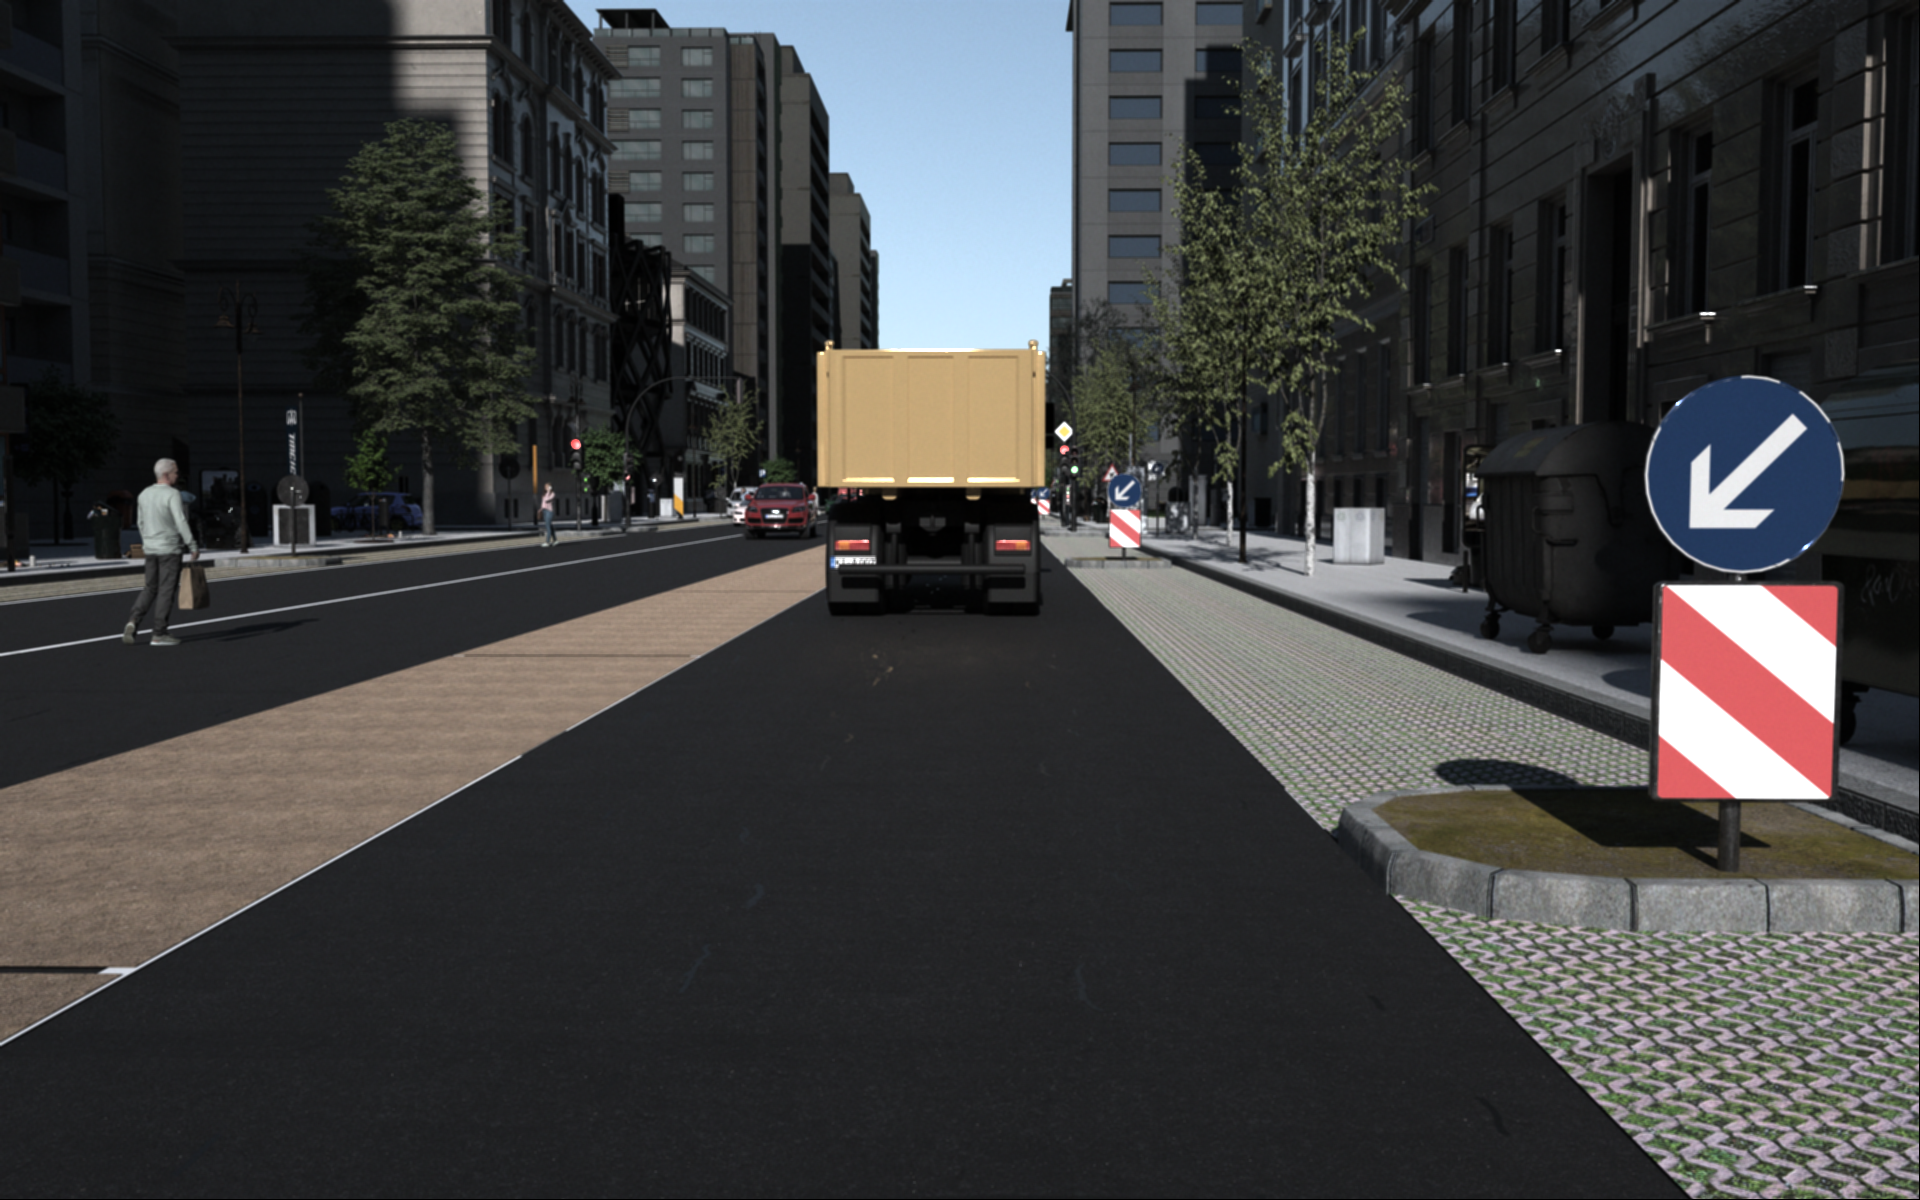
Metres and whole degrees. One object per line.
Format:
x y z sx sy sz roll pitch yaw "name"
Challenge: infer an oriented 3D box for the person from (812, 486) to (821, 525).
-6.673 -4.300 79.165 0.624 1.780 0.694 -2 4 -29 "person"

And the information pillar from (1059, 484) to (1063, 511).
7.575 -7.624 129.141 0.304 2.012 0.304 2 4 34 "information pillar"

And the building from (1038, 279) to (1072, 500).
29.081 -36.522 289.007 32.217 40.220 23.993 0 4 1 "building"

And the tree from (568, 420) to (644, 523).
-15.732 -5.694 76.815 4.285 4.588 4.351 0 3 0 "tree"

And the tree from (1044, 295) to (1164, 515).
8.010 -11.985 106.323 12.009 13.543 11.850 0 3 0 "tree"

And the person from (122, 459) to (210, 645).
-7.505 -0.452 16.379 0.782 1.767 0.515 2 4 24 "person"

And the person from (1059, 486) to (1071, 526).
4.259 -3.731 69.924 0.576 1.772 0.534 -1 4 -18 "person"

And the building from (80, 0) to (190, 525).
-44.173 -17.771 76.464 20.117 28.700 13.634 0 4 1 "building"

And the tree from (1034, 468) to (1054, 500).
8.260 -11.956 179.195 4.285 4.588 4.351 0 3 0 "tree"

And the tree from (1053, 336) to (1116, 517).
6.666 -7.810 78.053 4.737 8.622 4.395 0 3 0 "tree"

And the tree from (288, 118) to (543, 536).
-16.855 -8.258 53.154 7.486 12.596 7.792 0 3 0 "tree"

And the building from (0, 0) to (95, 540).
-39.895 -30.810 45.741 28.212 58.520 21.231 0 4 1 "building"

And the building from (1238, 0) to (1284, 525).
23.775 -27.743 77.305 21.600 48.544 21.300 0 4 1 "building"

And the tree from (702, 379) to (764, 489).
-14.479 -9.816 110.848 4.737 8.622 4.395 0 3 0 "tree"

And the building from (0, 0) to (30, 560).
-32.694 -10.689 19.798 27.650 21.520 28.899 0 4 1 "building"

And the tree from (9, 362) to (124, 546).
-22.693 -3.638 43.193 4.285 4.588 4.351 0 3 0 "tree"

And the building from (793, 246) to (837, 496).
-30.459 -33.620 241.565 32.217 40.220 23.993 0 4 1 "building"

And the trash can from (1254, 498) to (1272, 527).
11.653 -3.365 66.669 0.748 1.137 0.748 0 3 0 "trash can"

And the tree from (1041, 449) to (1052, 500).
7.560 -8.773 93.794 4.737 8.622 4.395 0 3 0 "tree"

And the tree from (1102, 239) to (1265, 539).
6.456 -6.033 49.004 4.360 8.622 3.978 0 3 0 "tree"

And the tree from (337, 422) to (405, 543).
-15.466 -3.139 45.923 1.663 3.219 1.824 0 3 0 "tree"

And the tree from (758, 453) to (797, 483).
-14.639 -9.523 139.412 4.285 4.588 4.351 0 3 0 "tree"

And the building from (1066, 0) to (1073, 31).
25.157 -35.450 168.841 28.713 52.752 27.495 0 4 1 "building"

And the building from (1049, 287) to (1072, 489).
19.408 -28.703 241.002 14.160 30.474 14.107 0 4 1 "building"

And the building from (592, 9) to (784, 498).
-23.118 -28.482 149.276 14.154 41.232 14.086 0 4 1 "building"

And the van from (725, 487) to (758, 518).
-12.136 -5.548 97.713 2.013 2.044 4.112 0 4 1 "van"

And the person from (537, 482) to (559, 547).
-11.255 -2.350 47.519 0.643 1.750 0.593 -3 5 -41 "person"

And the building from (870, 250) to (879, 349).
-20.693 -36.624 282.388 14.154 41.232 14.086 0 4 1 "building"

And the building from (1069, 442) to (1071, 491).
24.467 -54.126 197.629 22.319 86.520 31.000 0 4 1 "building"

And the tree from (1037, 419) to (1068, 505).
9.316 -17.187 206.761 9.928 11.665 9.643 0 3 0 "tree"

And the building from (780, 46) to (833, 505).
-26.083 -34.765 192.107 21.300 48.544 21.600 0 4 1 "building"

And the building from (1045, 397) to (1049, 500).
26.968 -25.539 262.594 27.650 21.520 28.899 0 4 1 "building"

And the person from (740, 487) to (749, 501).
-11.594 -5.213 93.991 0.793 1.790 0.793 0 4 -4 "person"

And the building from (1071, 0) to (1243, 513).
18.738 -35.768 126.813 21.231 58.520 28.212 0 4 1 "building"

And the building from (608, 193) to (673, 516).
-25.742 -14.353 102.128 16.820 18.784 16.811 0 4 1 "building"

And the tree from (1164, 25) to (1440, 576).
5.257 -4.686 26.977 4.737 8.622 4.395 0 3 0 "tree"

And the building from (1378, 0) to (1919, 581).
14.210 -13.762 22.275 12.463 27.353 25.104 0 4 1 "building"

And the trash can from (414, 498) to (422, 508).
-21.594 -3.467 68.334 0.748 1.137 0.748 0 3 0 "trash can"

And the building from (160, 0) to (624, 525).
-25.047 -17.983 81.413 14.401 28.519 23.554 0 4 1 "building"

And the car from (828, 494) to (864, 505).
-4.966 -4.149 79.631 2.131 1.459 4.920 0 4 1 "car"

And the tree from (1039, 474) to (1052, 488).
8.365 -10.575 167.502 1.663 3.219 1.824 0 3 0 "tree"

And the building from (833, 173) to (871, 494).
-24.998 -39.164 264.026 21.300 48.544 21.600 0 4 1 "building"

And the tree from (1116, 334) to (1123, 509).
6.396 -5.625 42.326 4.737 8.622 4.395 0 3 0 "tree"

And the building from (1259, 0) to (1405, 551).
16.134 -15.836 44.821 13.634 28.700 20.117 0 4 1 "building"

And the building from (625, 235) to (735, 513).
-23.038 -15.997 126.172 10.561 19.102 19.286 0 4 1 "building"
